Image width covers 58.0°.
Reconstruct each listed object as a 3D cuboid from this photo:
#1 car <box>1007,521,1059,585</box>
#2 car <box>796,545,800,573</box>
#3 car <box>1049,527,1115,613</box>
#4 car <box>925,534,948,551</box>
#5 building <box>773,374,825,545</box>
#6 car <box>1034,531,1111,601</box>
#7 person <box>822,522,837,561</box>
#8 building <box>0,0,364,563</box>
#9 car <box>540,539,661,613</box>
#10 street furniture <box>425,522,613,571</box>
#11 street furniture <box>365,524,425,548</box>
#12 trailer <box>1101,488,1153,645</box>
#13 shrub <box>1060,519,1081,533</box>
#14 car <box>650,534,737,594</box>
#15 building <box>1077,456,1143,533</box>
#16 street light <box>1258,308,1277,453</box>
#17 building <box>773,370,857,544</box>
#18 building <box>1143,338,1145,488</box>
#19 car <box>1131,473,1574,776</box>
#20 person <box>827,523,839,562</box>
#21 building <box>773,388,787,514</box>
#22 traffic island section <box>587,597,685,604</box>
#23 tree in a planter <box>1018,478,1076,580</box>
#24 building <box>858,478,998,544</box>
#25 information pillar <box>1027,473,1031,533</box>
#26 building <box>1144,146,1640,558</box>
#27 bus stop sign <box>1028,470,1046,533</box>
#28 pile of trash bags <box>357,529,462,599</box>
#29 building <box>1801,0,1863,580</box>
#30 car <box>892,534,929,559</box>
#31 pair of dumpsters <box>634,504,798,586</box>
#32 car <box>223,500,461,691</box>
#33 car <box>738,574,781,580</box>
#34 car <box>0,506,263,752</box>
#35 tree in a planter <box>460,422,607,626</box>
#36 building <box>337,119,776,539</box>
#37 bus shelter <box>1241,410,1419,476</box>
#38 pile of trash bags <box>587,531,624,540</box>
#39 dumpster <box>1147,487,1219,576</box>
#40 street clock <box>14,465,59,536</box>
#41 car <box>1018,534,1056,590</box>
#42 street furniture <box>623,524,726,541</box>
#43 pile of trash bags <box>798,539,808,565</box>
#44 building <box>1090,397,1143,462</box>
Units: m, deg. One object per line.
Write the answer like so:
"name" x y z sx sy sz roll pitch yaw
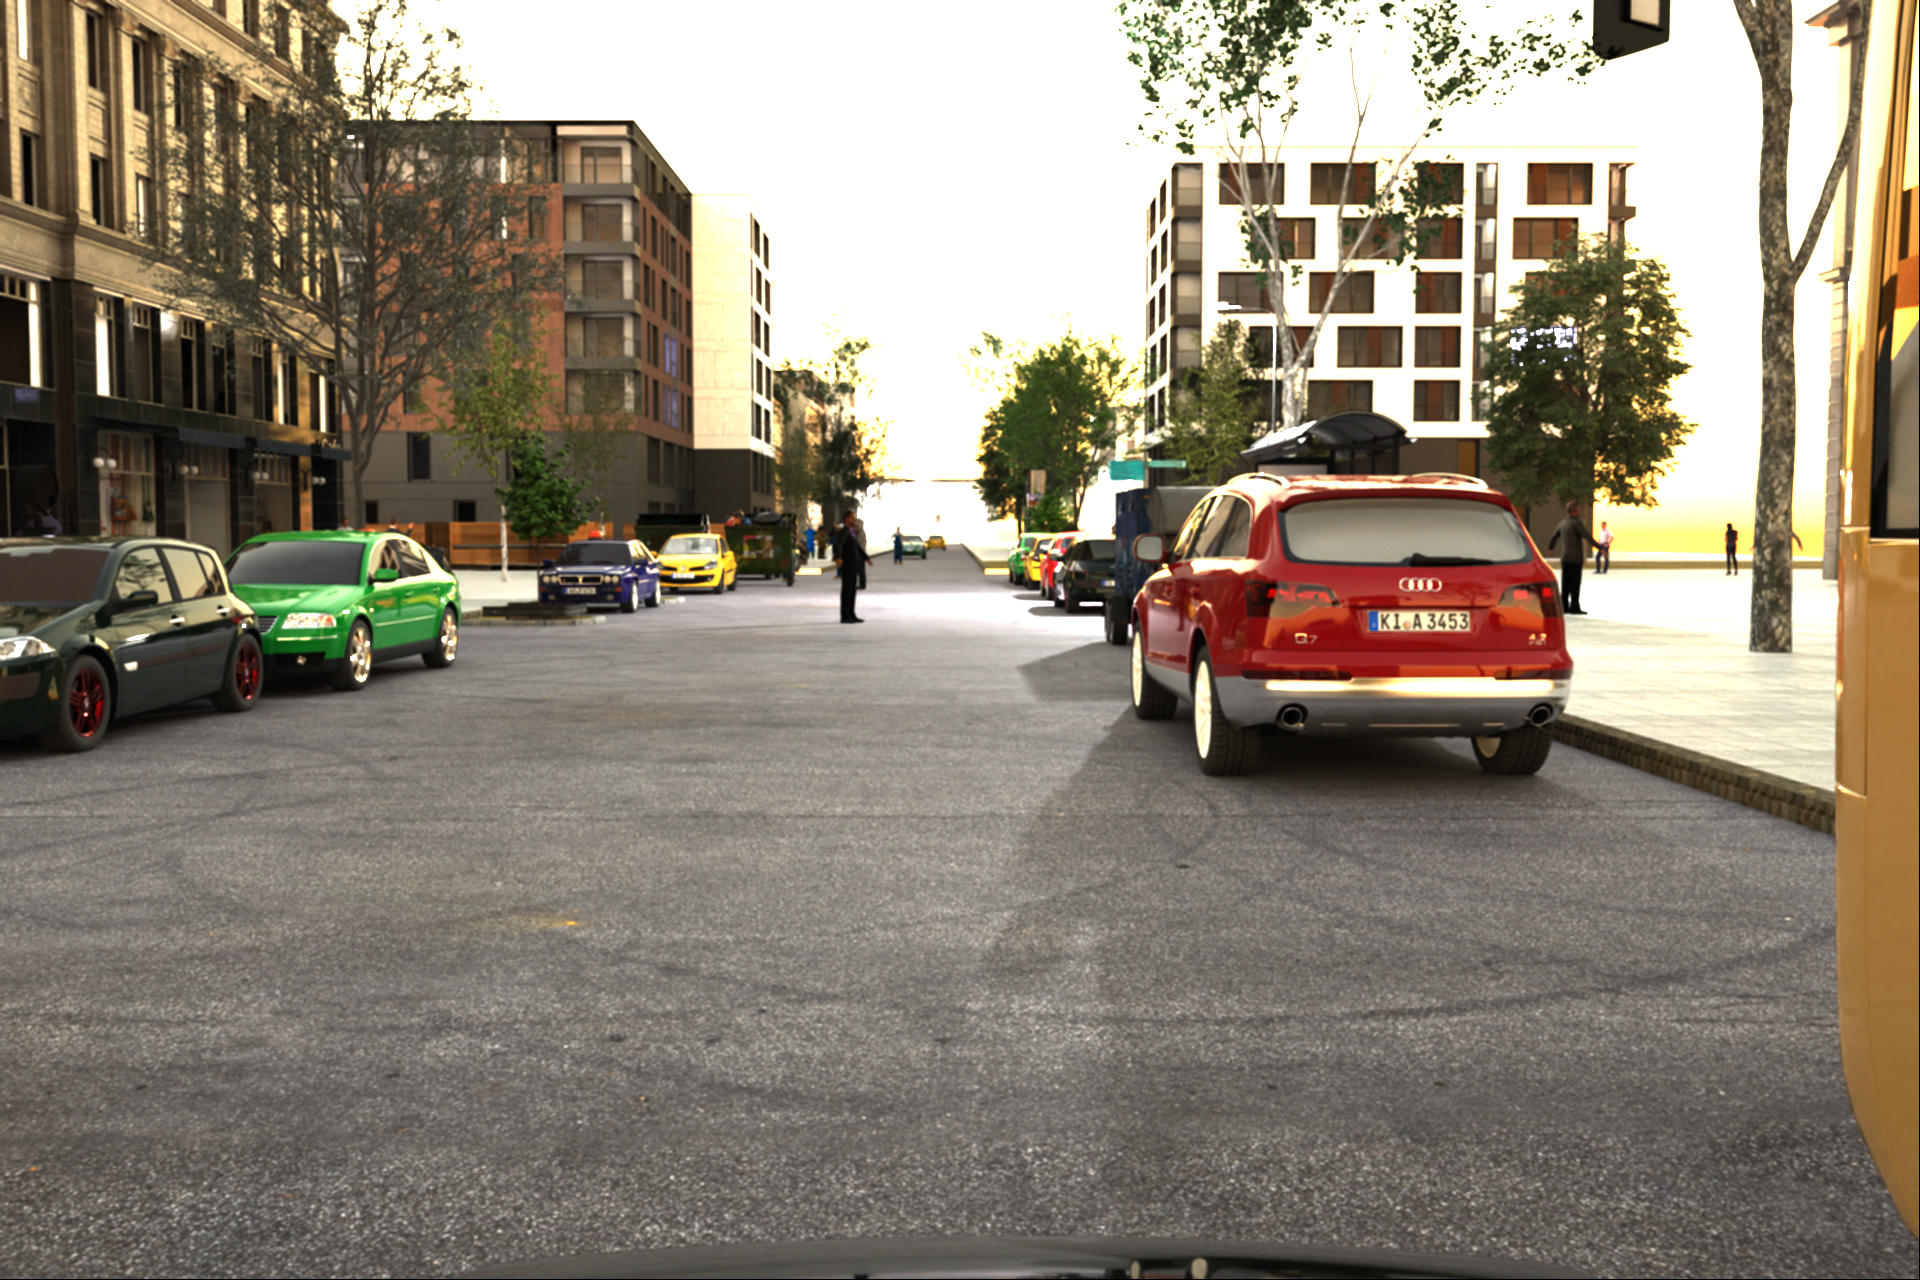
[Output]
"car" 2.363 -2.520 49.992 1.959 1.807 4.718 0 4 -2
"car" -6.780 -3.245 62.844 2.009 1.686 4.222 0 4 0
"car" 2.725 -1.402 32.711 2.009 1.686 4.222 0 4 -1
"car" -2.097 -8.686 152.235 2.015 1.641 3.980 0 3 0
"building" -26.428 -22.855 204.610 19.493 23.208 18.063 0 4 1
"car" 2.749 -1.816 38.740 2.155 1.783 4.494 0 3 0
"person" -5.899 -4.685 82.371 1.354 1.856 0.705 -1 4 -18
"building" -29.671 -16.788 54.080 16.754 29.471 25.880 0 4 0
"car" -6.753 -1.226 32.628 1.945 1.354 3.894 0 4 0
"street furniture" -15.998 -3.611 65.888 9.812 1.723 11.010 -3 5 -45
"street furniture" -25.515 -4.338 77.777 9.812 1.723 11.010 0 4 -8
"trailer" 2.648 -1.002 23.429 1.471 1.999 3.904 0 4 -1
"shrub" 4.523 -4.230 73.581 1.690 2.028 1.600 0 3 0
"car" -6.499 -1.969 42.423 2.015 1.641 3.980 0 4 -1
"building" 19.082 -15.814 200.702 9.099 9.664 28.070 0 4 -1
"street light" 6.863 -3.810 34.832 1.470 5.913 1.316 0 4 0
"building" -28.742 -23.703 231.513 27.936 21.610 32.646 0 4 0
"building" 25.008 -16.831 141.644 16.747 18.905 31.486 0 3 0
"car" 2.407 -0.193 11.827 2.281 1.827 5.304 0 4 -1
"person" -5.686 -4.510 79.878 0.704 1.812 1.346 -3 4 -36
"building" -28.911 -21.674 185.299 19.493 23.208 18.063 0 4 -1
"traffic island section" -6.831 -0.823 36.326 1.991 0.108 1.994 0 3 0
"tree in a planter" 2.772 -3.530 54.935 1.991 3.239 1.994 0 4 0
"building" -8.235 -19.151 257.721 28.070 9.664 9.099 0 4 -2
"information pillar" 3.184 -5.162 73.780 0.750 3.857 0.750 0 4 -1
"building" 25.137 -16.134 107.759 27.936 21.610 32.646 0 3 0
"bus stop sign" 3.210 -5.026 71.198 0.837 3.901 0.837 0 3 0
"pile of trash bags" -10.624 -1.389 32.465 1.912 1.369 3.447 0 4 -1
"building" 28.087 -11.732 32.472 13.314 22.015 24.055 0 3 0
"car" -2.869 -5.423 100.460 2.131 1.459 4.920 0 4 0
"pair of dumpsters" -6.712 -2.620 47.780 4.436 2.255 1.574 0 3 0
"car" -6.350 -0.514 17.204 1.959 1.807 4.718 0 4 0
"car" -6.715 -2.760 55.345 2.015 1.641 3.980 0 4 0
"car" -6.588 -0.172 12.599 2.009 1.686 4.222 0 3 0
"tree in a planter" -6.793 -1.873 27.851 1.991 3.239 1.994 0 3 0
"building" -26.552 -15.782 102.005 27.936 21.610 32.646 0 3 0
"bus shelter" 6.478 -2.272 31.072 2.014 3.302 5.546 0 3 0
"pile of trash bags" -10.608 -2.580 51.941 1.912 1.369 3.447 0 4 -1
"dumpster" 2.640 -0.461 15.754 1.865 1.857 1.264 0 4 -2
"street clock" -9.703 -0.837 18.254 0.358 2.002 0.471 0 3 0
"car" 2.563 -2.157 45.493 2.015 1.641 3.980 0 3 0
"street furniture" -13.439 -4.203 75.577 9.812 1.723 11.010 0 4 -2
"pile of trash bags" -7.255 -3.785 71.642 1.912 1.369 3.447 0 4 0
"building" 23.035 -23.360 238.351 16.016 20.090 11.380 0 3 0
